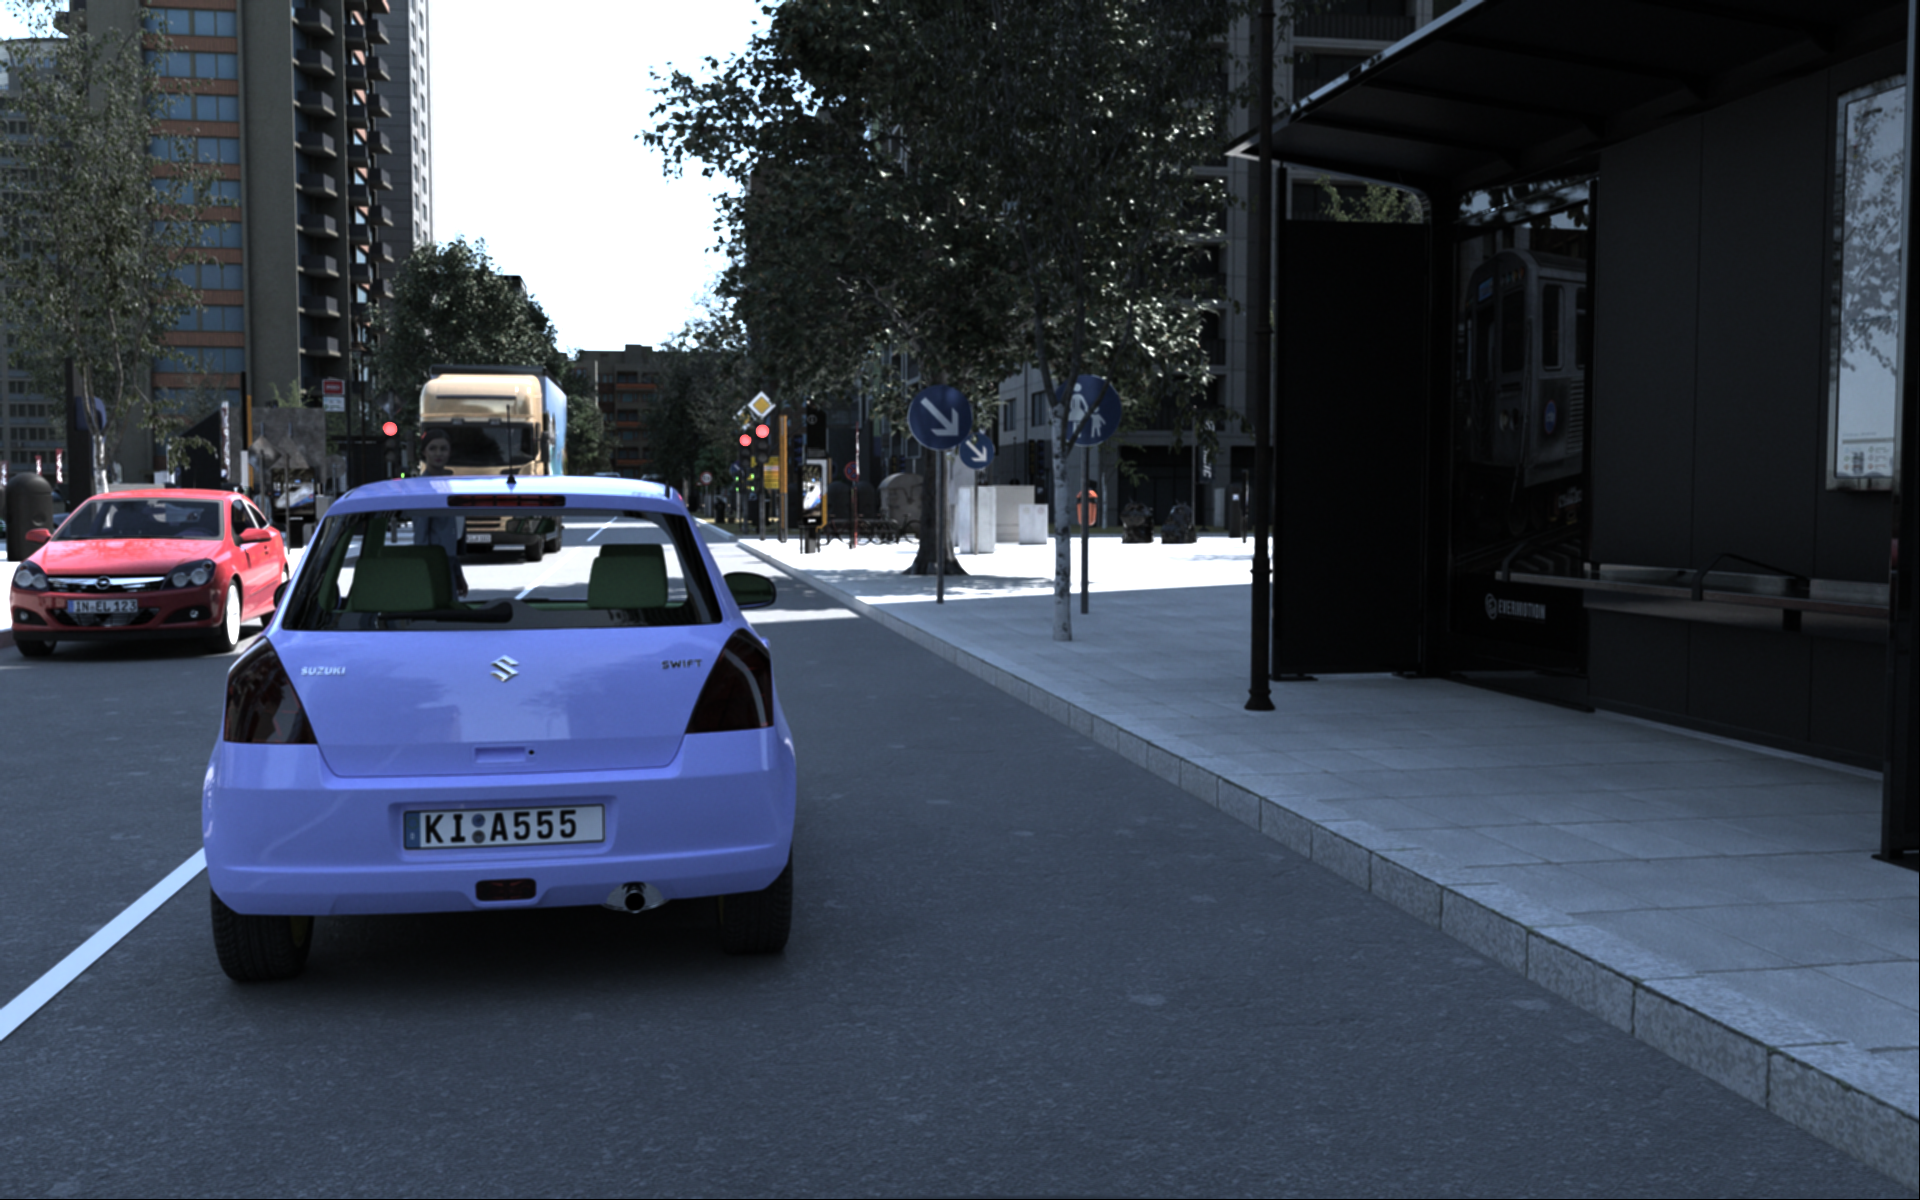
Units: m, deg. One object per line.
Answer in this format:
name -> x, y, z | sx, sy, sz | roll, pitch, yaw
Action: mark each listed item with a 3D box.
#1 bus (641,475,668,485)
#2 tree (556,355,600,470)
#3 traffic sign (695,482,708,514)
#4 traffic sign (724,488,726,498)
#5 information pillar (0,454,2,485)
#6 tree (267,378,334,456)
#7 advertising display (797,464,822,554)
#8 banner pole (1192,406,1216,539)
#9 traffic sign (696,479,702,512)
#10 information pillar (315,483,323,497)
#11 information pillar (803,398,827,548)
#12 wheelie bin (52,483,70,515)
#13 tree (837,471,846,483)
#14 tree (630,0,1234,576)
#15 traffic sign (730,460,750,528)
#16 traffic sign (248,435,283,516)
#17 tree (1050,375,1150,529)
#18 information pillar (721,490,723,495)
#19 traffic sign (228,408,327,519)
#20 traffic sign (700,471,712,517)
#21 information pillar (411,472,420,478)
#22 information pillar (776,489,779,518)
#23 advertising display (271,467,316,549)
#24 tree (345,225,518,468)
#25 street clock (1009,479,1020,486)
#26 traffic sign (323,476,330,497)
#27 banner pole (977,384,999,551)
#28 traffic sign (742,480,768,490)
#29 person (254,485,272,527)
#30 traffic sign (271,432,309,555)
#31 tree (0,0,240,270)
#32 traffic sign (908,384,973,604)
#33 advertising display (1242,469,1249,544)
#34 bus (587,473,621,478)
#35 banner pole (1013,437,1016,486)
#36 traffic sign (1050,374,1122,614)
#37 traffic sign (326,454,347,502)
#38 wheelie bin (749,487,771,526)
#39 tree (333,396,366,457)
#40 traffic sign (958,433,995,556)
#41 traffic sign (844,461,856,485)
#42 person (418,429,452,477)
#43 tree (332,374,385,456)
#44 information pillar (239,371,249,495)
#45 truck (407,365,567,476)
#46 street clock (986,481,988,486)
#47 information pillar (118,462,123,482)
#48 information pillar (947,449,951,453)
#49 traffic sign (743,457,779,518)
bus -> -30.204, -10.751, 170.633 | 2.948, 3.499, 13.247 | -1, 4, -11
tree -> -29.339, -11.821, 119.030 | 9.928, 11.665, 9.643 | 0, 3, 0
traffic sign -> -16.337, -6.716, 109.811 | 0.884, 2.594, 0.081 | 0, 4, -2
traffic sign -> -17.650, -7.951, 130.110 | 0.768, 2.556, 0.104 | -1, 4, -9
information pillar -> -56.903, -6.806, 102.625 | 0.504, 3.616, 0.183 | 2, 4, 27
tree -> -42.337, -9.704, 109.031 | 4.737, 8.622, 4.395 | 0, 3, 0
advertising display -> -3.219, -1.955, 37.179 | 0.123, 1.923, 0.974 | 1, 4, 21
banner pole -> 6.880, -3.625, 49.281 | 0.863, 3.779, 0.401 | 0, 4, 3
traffic sign -> -18.439, -7.552, 123.587 | 0.768, 2.556, 0.104 | 0, 4, -8
information pillar -> -25.029, -3.859, 67.594 | 0.304, 2.012, 0.304 | 1, 4, 18
information pillar -> -3.443, -3.062, 41.421 | 0.504, 3.616, 0.183 | 0, 4, -2
wheelie bin -> -26.694, -2.678, 51.691 | 0.693, 1.594, 0.980 | 1, 4, 20
tree -> -9.130, -8.066, 126.477 | 1.663, 3.219, 1.824 | 0, 3, 0
tree -> -0.311, -6.741, 27.218 | 9.611, 12.733, 9.660 | 0, 3, 0
traffic sign -> -8.262, -3.976, 65.121 | 0.768, 2.556, 0.104 | 0, 4, -8
traffic sign -> -13.686, -2.006, 33.981 | 0.795, 2.450, 0.064 | 0, 4, -4
tree -> 5.306, -6.903, 63.224 | 4.737, 8.622, 4.395 | 0, 3, 0
information pillar -> -17.662, -8.365, 128.123 | 0.183, 3.616, 0.504 | 1, 4, 20
traffic sign -> -16.104, -2.873, 40.848 | 2.265, 3.308, 0.079 | 0, 4, -4
traffic sign -> -14.158, -5.917, 96.842 | 0.768, 2.556, 0.104 | 0, 4, -2
information pillar -> -18.066, -3.260, 57.801 | 0.304, 2.012, 0.304 | 2, 4, 35
information pillar -> -9.683, -5.418, 93.069 | 0.304, 2.012, 0.304 | 3, 5, 41
advertising display -> -15.584, -2.159, 40.519 | 0.974, 1.923, 0.123 | -2, 4, -34
tree -> -21.538, -9.619, 74.284 | 9.611, 12.733, 9.660 | 0, 3, 0
street clock -> 2.531, -4.659, 80.743 | 0.471, 2.002, 0.358 | -1, 4, -11
traffic sign -> -21.433, -3.567, 58.420 | 0.768, 2.556, 0.104 | 0, 4, -3
banner pole -> 0.583, -3.026, 39.498 | 0.401, 3.779, 0.863 | -2, 4, -29
traffic sign -> -13.629, -7.341, 113.906 | 2.265, 3.308, 0.079 | 0, 4, -6
person -> -19.260, -2.347, 47.869 | 0.522, 1.701, 0.512 | 3, 5, 44
traffic sign -> -14.026, -2.209, 36.115 | 0.884, 2.594, 0.081 | 0, 4, -8
tree -> -11.140, -4.390, 22.137 | 4.360, 8.622, 3.978 | 0, 3, 0
traffic sign -> -0.232, -1.231, 20.226 | 0.768, 2.556, 0.104 | 0, 4, -7
advertising display -> 7.449, -2.449, 45.256 | 0.123, 1.923, 0.974 | 1, 4, 12
bus -> -29.958, -9.242, 145.959 | 2.948, 3.499, 13.247 | -1, 4, -9
banner pole -> 2.391, -5.254, 75.912 | 0.401, 3.779, 0.863 | 0, 4, 1
traffic sign -> 1.336, -1.125, 18.493 | 0.768, 2.556, 0.104 | 0, 4, -1
traffic sign -> -20.037, -3.388, 55.494 | 0.768, 2.556, 0.104 | 0, 4, -5
wheelie bin -> -8.046, -3.764, 69.452 | 0.693, 1.594, 0.980 | 2, 4, 32
tree -> -43.623, -10.529, 122.508 | 4.737, 8.622, 4.395 | 0, 3, 0
traffic sign -> 0.336, -2.197, 36.026 | 0.768, 2.556, 0.104 | -1, 4, -8
traffic sign -> -4.066, -4.066, 66.583 | 0.768, 2.556, 0.104 | -1, 4, -9
person -> -3.197, -0.117, 10.441 | 0.654, 1.822, 0.581 | 1, 4, 20
tree -> -35.512, -9.358, 103.370 | 4.360, 8.622, 3.978 | 0, 3, 0
information pillar -> -13.736, -2.563, 33.257 | 0.183, 3.616, 0.504 | -2, 4, -28
truck -> -10.618, -3.123, 39.968 | 2.839, 4.237, 11.283 | -1, 4, -10
street clock -> 1.393, -5.569, 95.628 | 0.358, 2.002, 0.471 | 1, 4, 11
information pillar -> -59.082, -7.987, 121.948 | 0.504, 3.616, 0.183 | 2, 4, 32
information pillar -> -0.469, -4.829, 70.305 | 0.183, 3.616, 0.504 | -3, 4, -38
traffic sign -> -10.399, -6.014, 92.208 | 2.265, 3.308, 0.079 | 0, 4, -6
